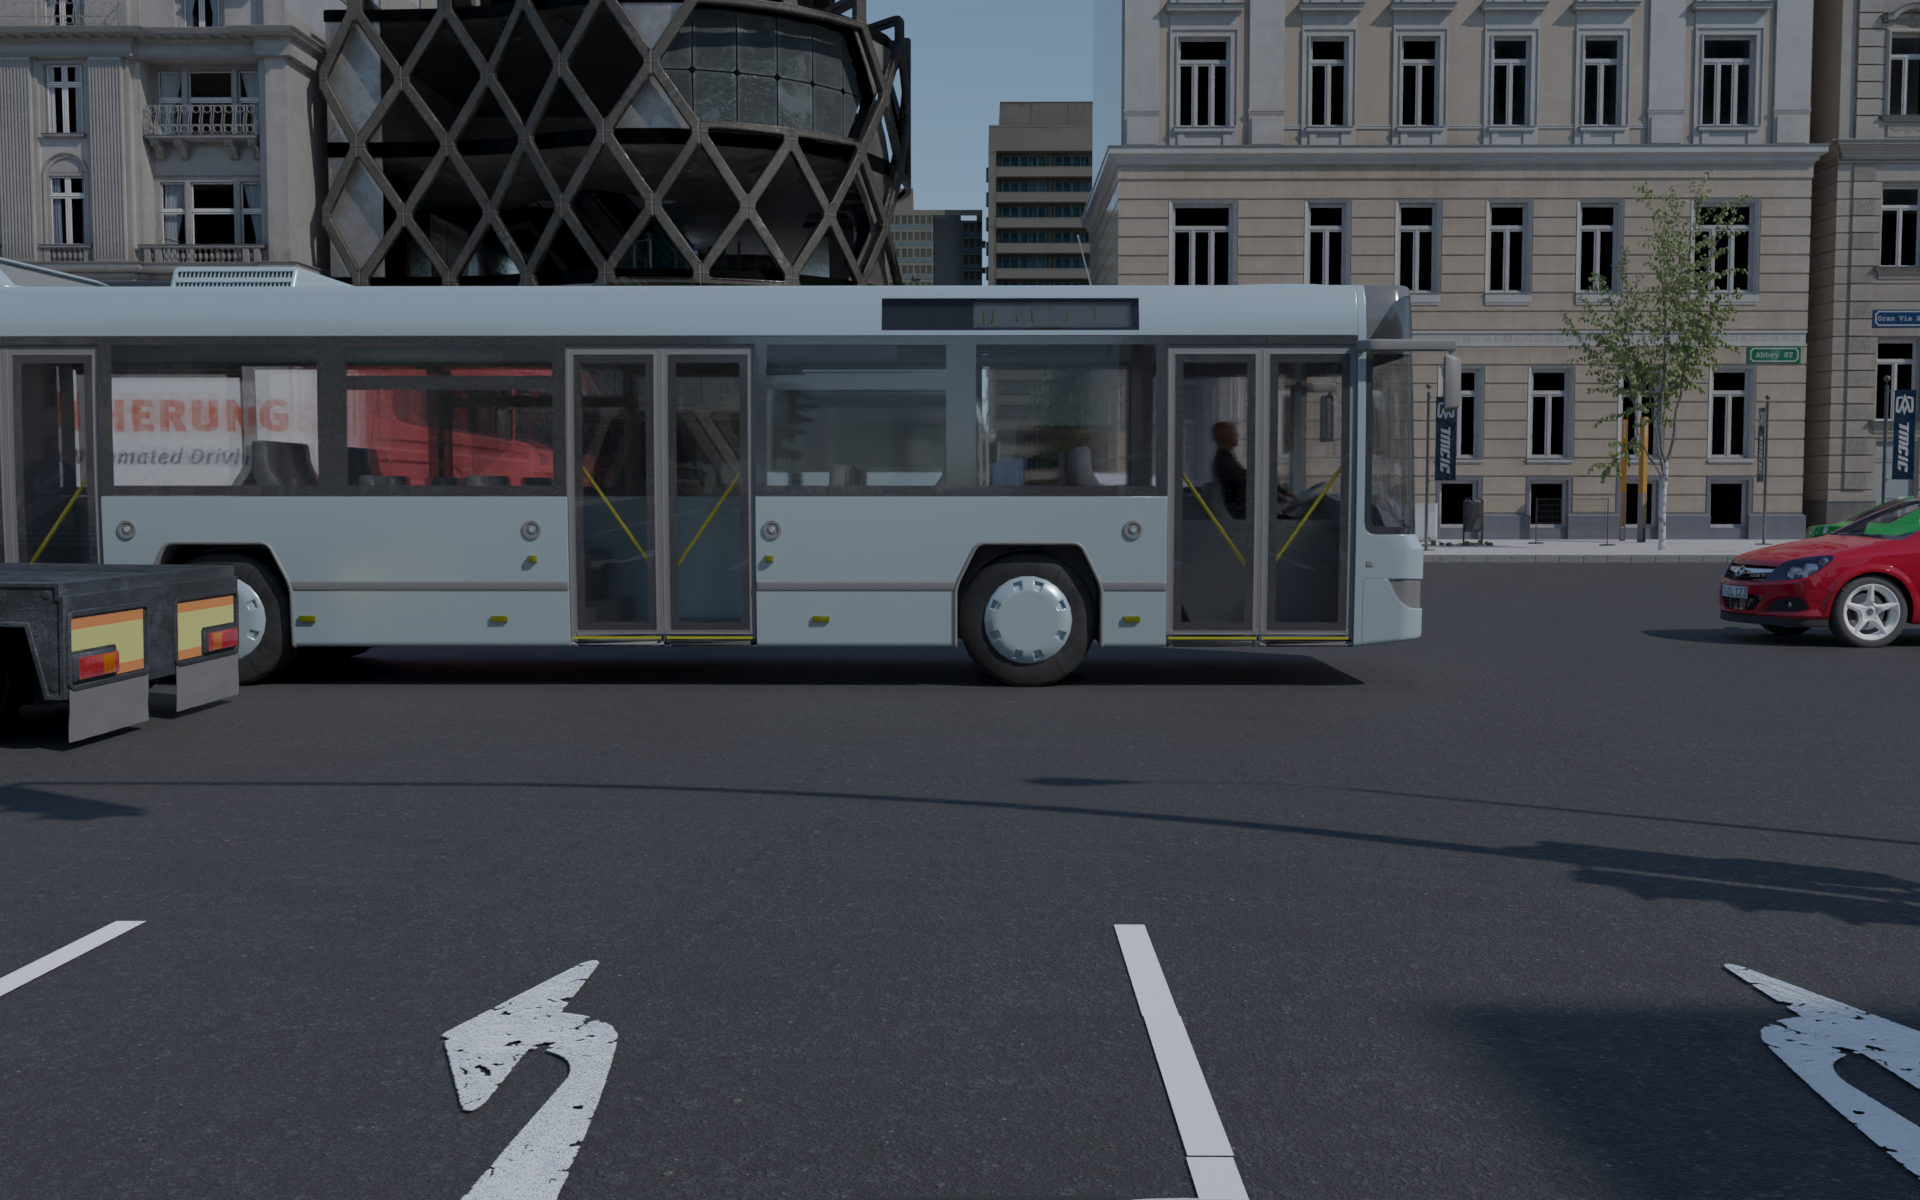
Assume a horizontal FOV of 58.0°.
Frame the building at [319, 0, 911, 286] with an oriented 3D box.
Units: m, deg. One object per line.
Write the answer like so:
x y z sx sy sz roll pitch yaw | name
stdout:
-9.934 -11.555 56.372 16.811 18.784 16.820 0 4 1 | building

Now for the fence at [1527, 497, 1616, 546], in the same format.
15.476 -1.996 43.845 0.480 1.192 2.264 -2 4 -35 | fence

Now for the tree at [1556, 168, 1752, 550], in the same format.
16.148 -5.474 39.856 4.737 8.622 4.395 0 3 0 | tree

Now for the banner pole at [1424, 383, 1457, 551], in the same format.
10.801 -3.004 39.138 0.863 3.779 0.401 2 4 24 | banner pole

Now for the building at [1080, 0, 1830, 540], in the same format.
14.149 -16.410 54.201 20.117 28.700 13.634 0 4 1 | building

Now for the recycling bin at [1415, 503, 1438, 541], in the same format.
12.673 -2.142 47.584 0.722 1.027 0.722 0 4 2 | recycling bin

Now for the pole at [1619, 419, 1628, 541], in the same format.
18.136 -3.272 47.335 0.158 3.312 0.155 0 3 0 | pole

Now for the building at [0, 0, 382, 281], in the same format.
-30.386 -13.024 54.743 24.055 21.916 13.314 0 4 1 | building

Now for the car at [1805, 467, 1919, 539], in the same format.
13.318 -0.815 22.127 4.718 1.807 1.959 0 4 2 | car

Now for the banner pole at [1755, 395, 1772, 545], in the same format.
20.398 -3.303 44.018 0.401 3.779 0.863 0 4 6 | banner pole

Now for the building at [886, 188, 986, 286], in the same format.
-8.693 -32.479 222.904 23.993 40.220 32.217 0 4 1 | building

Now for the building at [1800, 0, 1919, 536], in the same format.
36.757 -15.692 53.830 25.104 27.353 12.463 0 4 1 | building

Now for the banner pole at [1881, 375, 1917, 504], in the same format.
19.801 -2.853 36.661 0.863 3.779 0.401 0 4 2 | banner pole

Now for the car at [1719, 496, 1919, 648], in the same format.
9.776 -0.483 16.939 4.494 1.783 2.155 0 3 0 | car

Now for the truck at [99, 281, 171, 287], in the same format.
-10.461 -2.146 24.004 11.283 4.237 2.839 0 4 2 | truck

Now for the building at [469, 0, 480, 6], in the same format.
-45.594 -31.725 142.409 21.600 48.544 21.300 0 4 1 | building

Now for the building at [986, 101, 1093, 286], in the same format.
14.046 -36.310 217.371 21.600 48.544 21.300 0 4 1 | building

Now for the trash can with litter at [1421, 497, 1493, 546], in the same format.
12.362 -1.960 43.109 2.233 1.210 1.678 -1 4 -12 | trash can with litter

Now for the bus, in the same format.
-2.300 -1.167 13.948 13.247 3.499 2.948 0 4 1 | bus

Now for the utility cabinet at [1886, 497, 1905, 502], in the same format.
22.634 -1.865 41.652 1.020 1.237 0.306 -3 4 -37 | utility cabinet

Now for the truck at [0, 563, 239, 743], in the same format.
-14.304 -1.266 10.451 18.799 4.110 2.967 0 4 -1 | truck

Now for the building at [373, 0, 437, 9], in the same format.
-48.999 -32.096 114.004 28.713 52.752 27.495 0 4 1 | building

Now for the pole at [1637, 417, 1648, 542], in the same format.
18.087 -3.183 45.881 0.158 3.312 0.155 0 3 0 | pole
